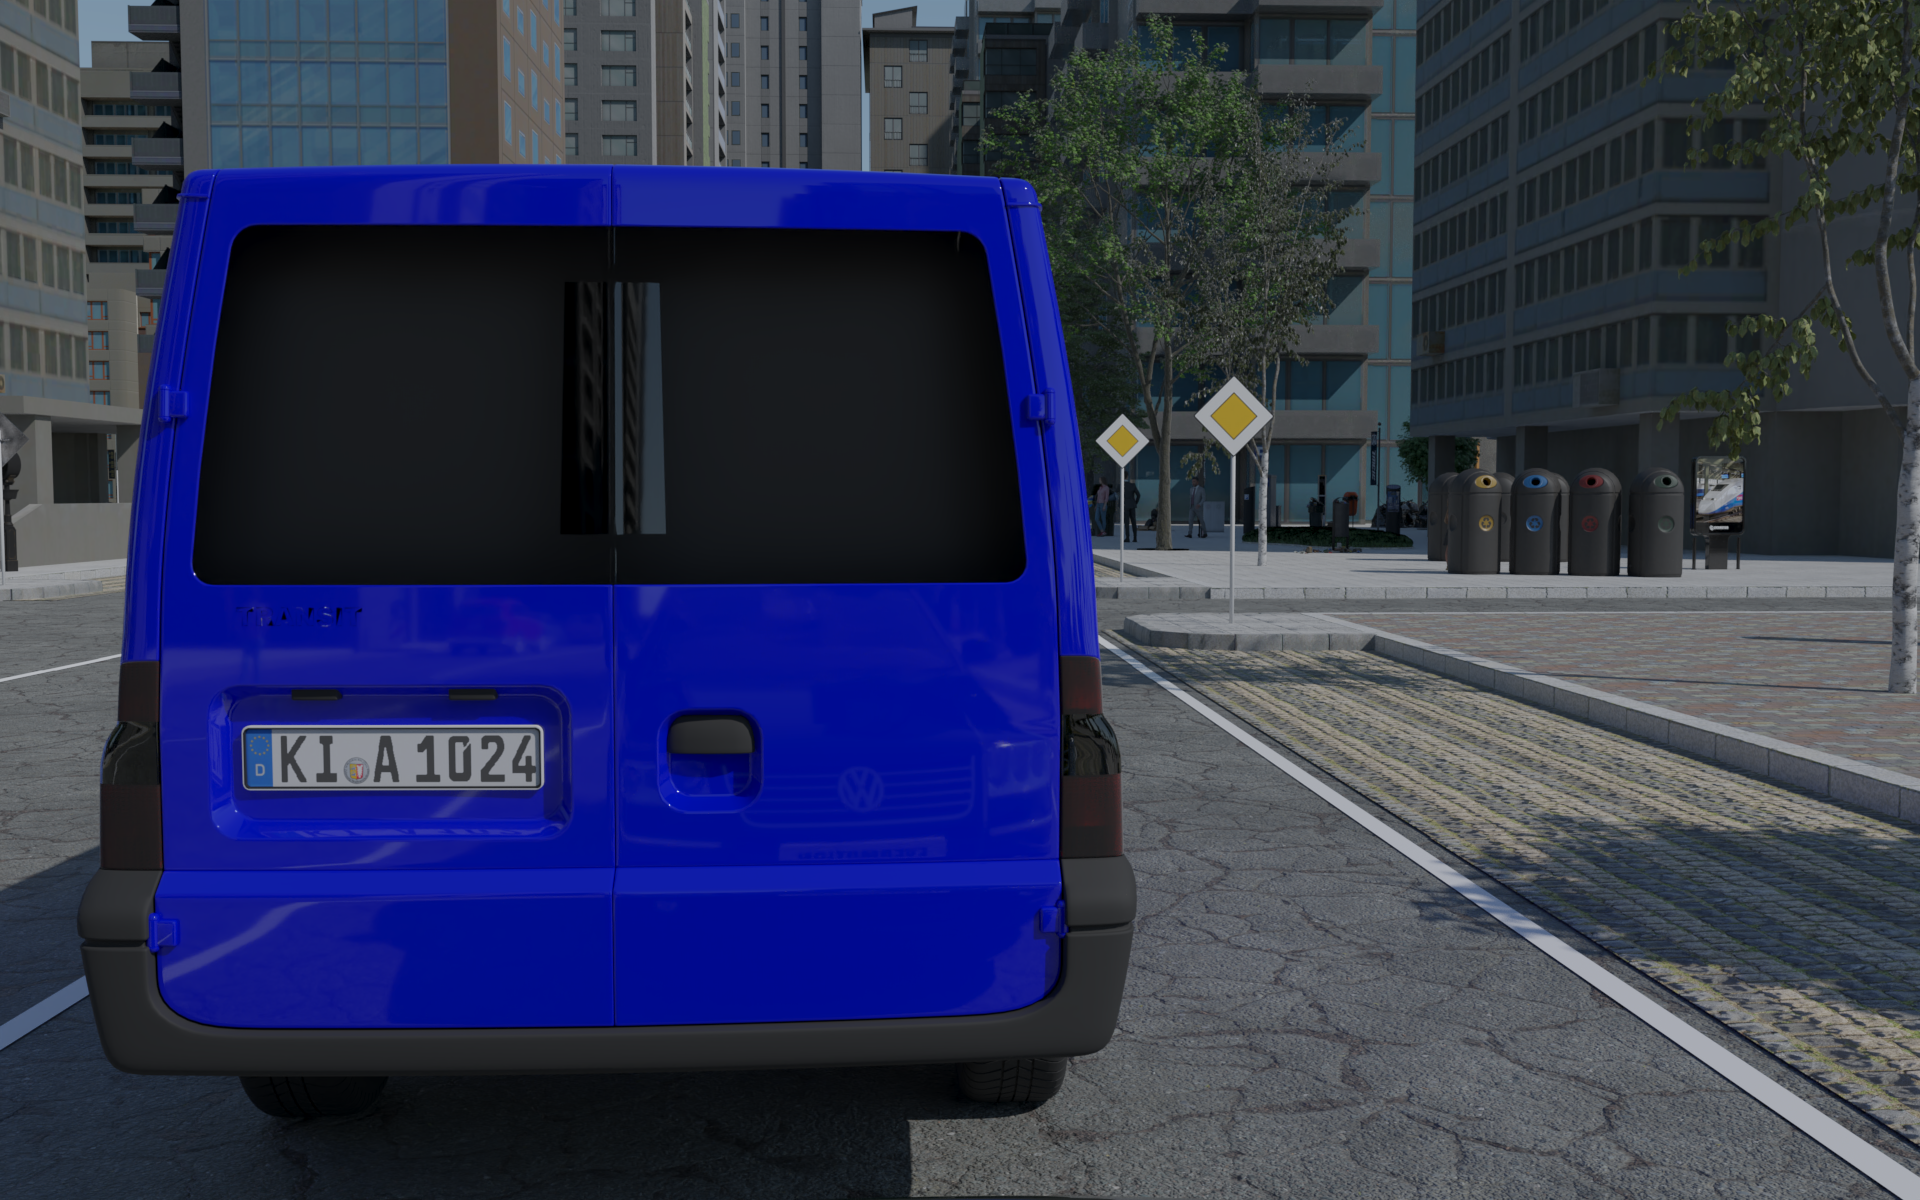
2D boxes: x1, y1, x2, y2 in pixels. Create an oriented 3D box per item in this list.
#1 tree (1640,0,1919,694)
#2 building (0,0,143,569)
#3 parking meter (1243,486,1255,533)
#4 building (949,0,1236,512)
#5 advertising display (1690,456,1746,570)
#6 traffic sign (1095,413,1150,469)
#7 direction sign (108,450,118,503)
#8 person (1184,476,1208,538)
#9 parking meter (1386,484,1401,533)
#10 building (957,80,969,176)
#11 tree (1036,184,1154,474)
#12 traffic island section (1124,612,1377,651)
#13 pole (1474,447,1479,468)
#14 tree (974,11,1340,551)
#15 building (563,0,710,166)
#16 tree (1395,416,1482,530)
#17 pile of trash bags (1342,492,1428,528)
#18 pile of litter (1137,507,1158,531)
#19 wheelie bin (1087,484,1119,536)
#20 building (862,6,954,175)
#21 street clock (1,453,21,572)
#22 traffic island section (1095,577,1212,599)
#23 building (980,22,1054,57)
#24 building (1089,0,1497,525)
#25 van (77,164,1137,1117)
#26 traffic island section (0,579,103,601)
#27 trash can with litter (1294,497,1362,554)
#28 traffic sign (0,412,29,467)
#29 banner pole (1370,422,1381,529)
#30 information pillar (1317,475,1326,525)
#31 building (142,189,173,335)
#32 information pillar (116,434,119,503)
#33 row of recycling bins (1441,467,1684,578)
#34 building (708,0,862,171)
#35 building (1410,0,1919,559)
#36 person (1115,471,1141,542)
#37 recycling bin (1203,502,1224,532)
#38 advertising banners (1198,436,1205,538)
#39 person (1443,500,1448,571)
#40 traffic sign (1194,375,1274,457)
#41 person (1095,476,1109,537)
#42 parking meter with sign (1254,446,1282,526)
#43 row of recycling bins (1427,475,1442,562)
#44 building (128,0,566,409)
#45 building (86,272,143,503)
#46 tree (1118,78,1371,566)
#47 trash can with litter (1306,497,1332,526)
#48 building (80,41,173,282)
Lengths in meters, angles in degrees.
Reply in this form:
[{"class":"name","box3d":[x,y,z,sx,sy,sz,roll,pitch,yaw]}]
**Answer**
[{"class":"tree","box3d":[6.211,-3.718,11.145,4.737,8.622,4.395,0,3,0]},{"class":"building","box3d":[-32.736,-20.930,34.086,32.217,40.220,23.993,0,4,-2]},{"class":"parking meter","box3d":[9.344,-2.908,55.949,0.372,1.533,0.369,0,3,0]},{"class":"building","box3d":[10.378,-33.109,160.940,23.786,49.044,30.456,0,4,-2]},{"class":"advertising display","box3d":[12.861,-1.479,29.399,0.974,1.923,0.123,-1,4,-12]},{"class":"traffic sign","box3d":[2.367,-1.399,25.065,0.795,2.593,0.064,0,4,-2]},{"class":"direction sign","box3d":[-42.994,-5.890,88.295,0.876,3.537,0.379,1,4,13]},{"class":"person","box3d":[6.875,-2.686,50.238,0.850,1.792,0.678,-3,5,-43]},{"class":"parking meter","box3d":[11.387,-2.270,45.532,0.372,1.533,0.369,0,3,0]},{"class":"building","box3d":[6.850,-21.592,124.722,14.160,30.474,14.107,0,4,-2]},{"class":"tree","box3d":[3.214,-8.908,63.766,7.486,12.596,7.792,0,3,0]},{"class":"traffic island section","box3d":[2.736,0.313,17.171,2.009,0.180,2.903,0,4,-2]},{"class":"pole","box3d":[20.313,-4.546,68.174,0.158,3.312,0.155,0,3,0]},{"class":"tree","box3d":[4.470,-6.926,38.993,9.928,11.665,9.643,0,3,0]},{"class":"building","box3d":[-27.085,-27.575,134.452,14.154,41.232,14.086,0,4,-2]},{"class":"tree","box3d":[17.269,-4.816,62.449,4.285,4.588,4.351,0,3,0]},{"class":"pile of trash bags","box3d":[16.228,-3.433,65.884,3.447,1.369,1.912,0,4,-7]},{"class":"pile of litter","box3d":[6.728,-2.840,60.395,1.176,0.858,1.719,-2,4,-25]},{"class":"wheelie bin","box3d":[4.400,-2.750,52.863,0.980,1.594,0.693,-1,4,-19]},{"class":"building","box3d":[2.889,-37.175,197.049,27.495,52.752,28.713,0,4,-2]},{"class":"street clock","box3d":[-15.738,-1.471,28.621,0.471,2.002,0.358,2,4,29]},{"class":"traffic island section","box3d":[2.390,-0.175,25.148,2.009,0.180,2.903,0,4,-2]},{"class":"building","box3d":[8.166,-20.722,110.509,14.160,30.474,14.107,0,4,-2]},{"class":"building","box3d":[16.155,-28.462,84.961,23.786,49.044,30.456,0,4,-2]},{"class":"van","box3d":[-0.787,-0.080,5.687,2.240,2.365,5.245,0,4,-3]},{"class":"traffic island section","box3d":[-13.537,-0.134,24.464,2.009,0.180,2.903,0,4,-2]},{"class":"trash can with litter","box3d":[8.036,-1.651,38.046,2.233,1.210,1.678,-3,5,-40]},{"class":"traffic sign","box3d":[-13.514,-1.358,24.398,0.795,2.593,0.064,0,4,-2]},{"class":"banner pole","box3d":[14.547,-4.317,60.604,0.401,3.779,0.863,-1,4,-14]},{"class":"information pillar","box3d":[14.056,-3.843,67.318,0.304,2.012,0.304,0,4,6]},{"class":"building","box3d":[-33.047,-16.409,113.323,27.650,21.520,28.899,0,4,-2]},{"class":"information pillar","box3d":[-29.231,-4.232,60.546,0.504,3.616,0.183,-2,4,-29]},{"class":"row of recycling bins","box3d":[9.549,-1.243,27.443,3.534,1.692,1.069,1,4,21]},{"class":"building","box3d":[-24.902,-39.759,192.057,28.212,58.520,21.231,0,4,-2]},{"class":"building","box3d":[25.537,-21.397,41.720,23.993,40.220,32.217,0,4,-2]},{"class":"person","box3d":[4.444,-2.486,46.053,0.648,1.900,0.474,-1,4,-17]},{"class":"recycling bin","box3d":[8.506,-2.799,58.315,0.722,1.027,0.722,0,4,3]},{"class":"advertising banners","box3d":[7.239,-3.399,51.767,0.090,3.025,2.074,1,4,13]},{"class":"person","box3d":[8.308,-1.121,29.036,0.362,1.253,0.373,-3,4,-38]},{"class":"traffic sign","box3d":[2.713,-0.911,17.087,0.795,2.593,0.064,0,4,-2]},{"class":"person","box3d":[4.238,-2.808,51.967,0.388,1.821,0.555,-3,4,-38]},{"class":"parking meter with sign","box3d":[11.293,-4.102,63.327,0.543,3.016,1.738,2,4,29]},{"class":"row of recycling bins","box3d":[10.750,-1.582,32.980,3.534,1.692,1.069,0,4,6]},{"class":"building","box3d":[-25.062,-25.889,73.388,14.600,45.320,14.200,0,4,-2]},{"class":"building","box3d":[-65.566,-19.268,160.064,28.899,21.520,27.650,0,4,-2]},{"class":"tree","box3d":[5.256,-4.926,30.895,4.360,8.622,3.978,0,3,0]},{"class":"trash can with litter","box3d":[13.093,-3.132,62.597,1.055,1.170,0.624,0,4,-4]},{"class":"building","box3d":[-81.236,-34.638,190.034,21.600,48.544,21.300,0,4,-2]}]
